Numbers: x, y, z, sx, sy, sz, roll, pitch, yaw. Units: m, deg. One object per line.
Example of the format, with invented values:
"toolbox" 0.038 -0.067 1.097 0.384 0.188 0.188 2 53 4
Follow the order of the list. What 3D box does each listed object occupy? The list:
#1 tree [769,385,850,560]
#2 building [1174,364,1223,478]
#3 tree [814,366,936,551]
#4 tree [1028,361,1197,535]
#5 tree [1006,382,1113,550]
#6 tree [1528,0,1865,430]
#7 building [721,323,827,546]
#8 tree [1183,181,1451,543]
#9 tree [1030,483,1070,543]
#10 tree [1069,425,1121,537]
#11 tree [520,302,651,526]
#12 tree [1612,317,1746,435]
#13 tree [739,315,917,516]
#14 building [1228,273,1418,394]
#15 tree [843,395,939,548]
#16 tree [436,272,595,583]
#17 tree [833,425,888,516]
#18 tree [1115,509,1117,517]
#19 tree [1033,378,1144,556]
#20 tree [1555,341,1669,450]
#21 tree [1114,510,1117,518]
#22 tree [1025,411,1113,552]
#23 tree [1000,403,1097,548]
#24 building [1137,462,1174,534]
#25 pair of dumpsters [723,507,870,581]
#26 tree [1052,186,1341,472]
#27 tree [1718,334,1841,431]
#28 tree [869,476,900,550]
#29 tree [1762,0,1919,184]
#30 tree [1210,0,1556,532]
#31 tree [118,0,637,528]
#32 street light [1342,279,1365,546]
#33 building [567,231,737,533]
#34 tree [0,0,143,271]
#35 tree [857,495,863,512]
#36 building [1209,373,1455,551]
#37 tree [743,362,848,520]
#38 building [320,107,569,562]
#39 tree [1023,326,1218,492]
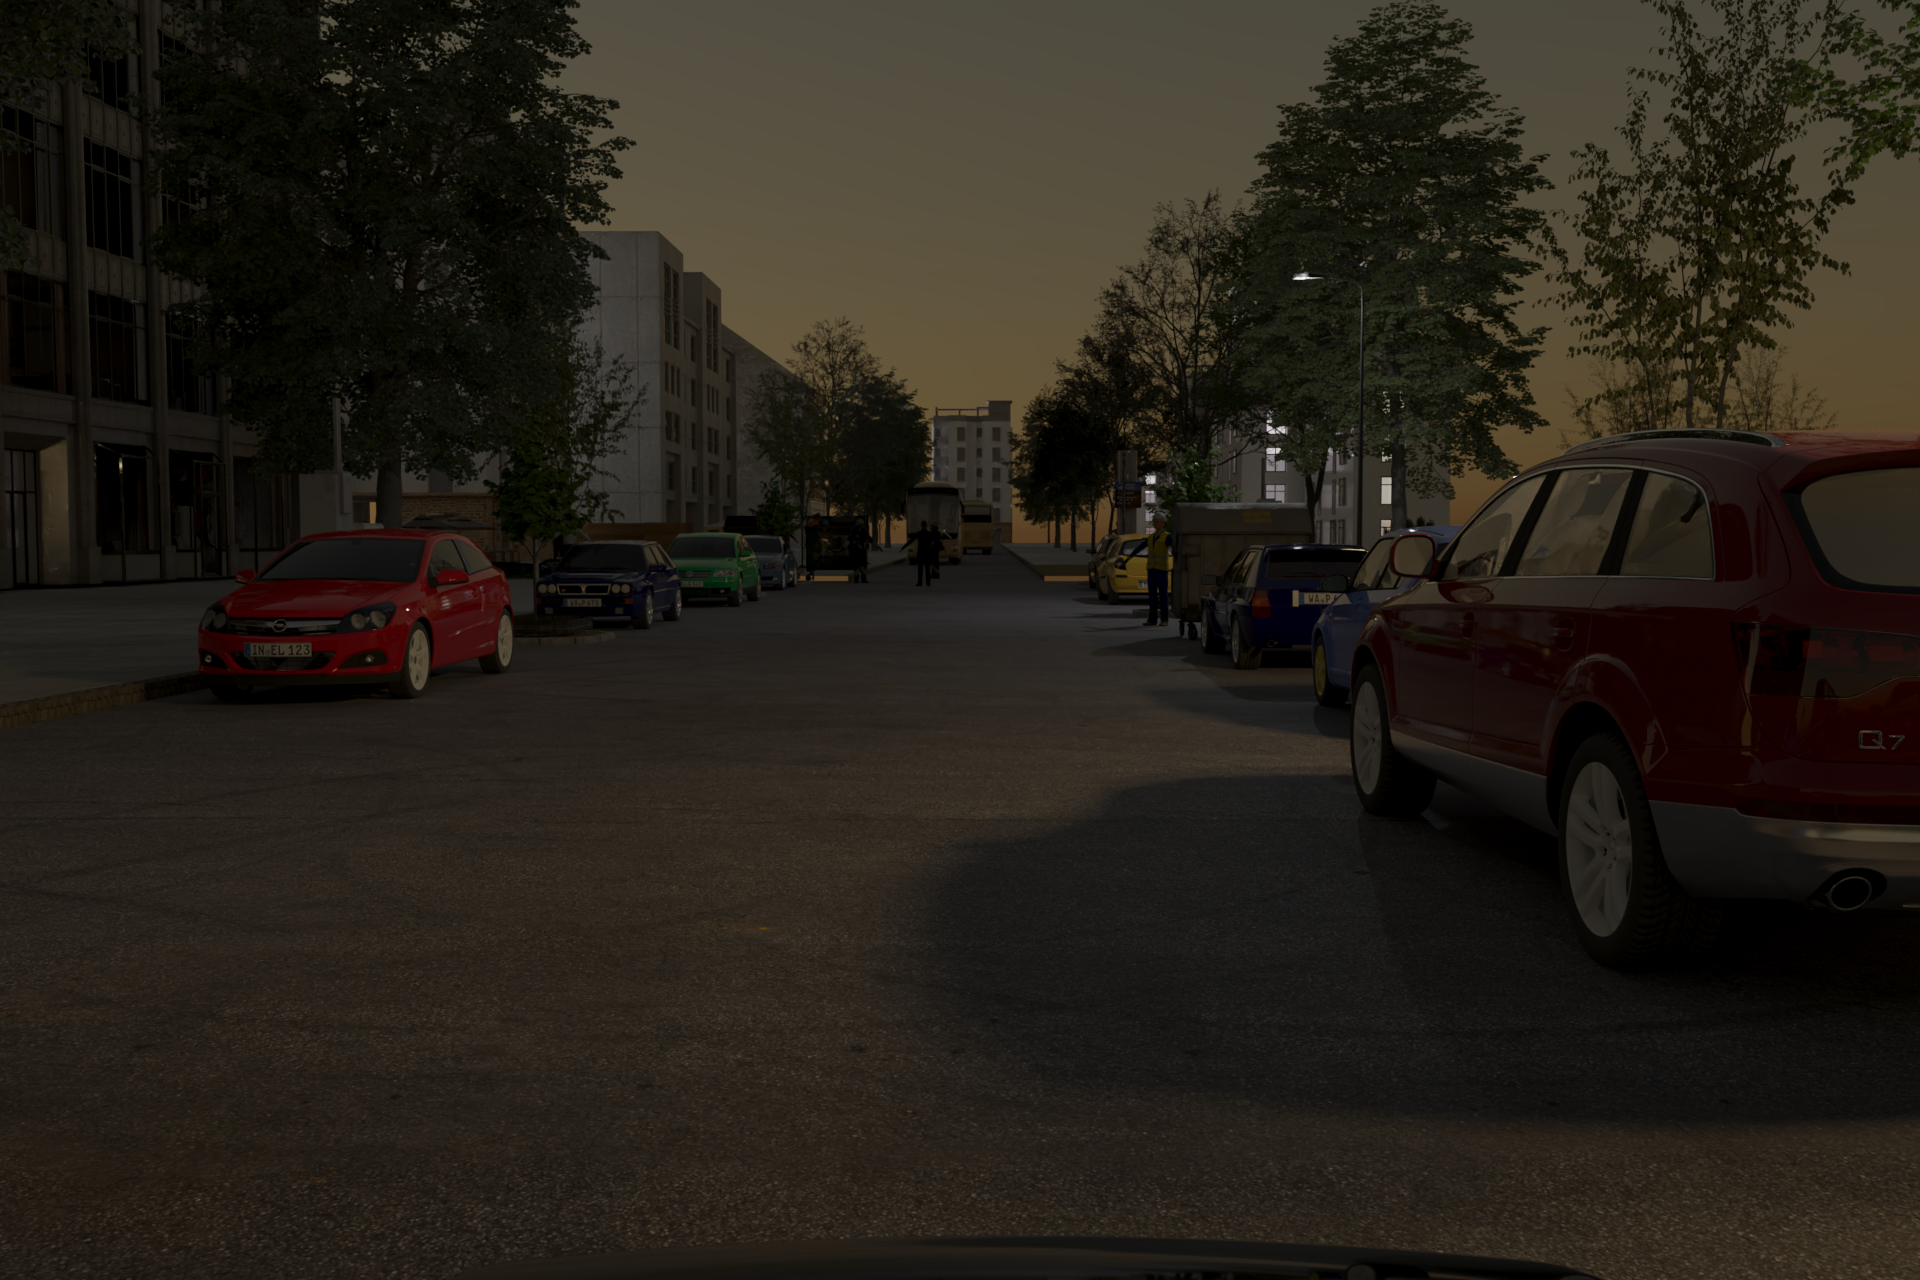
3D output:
"tree" -7.929 -8.312 86.265 4.360 8.622 3.978 0 3 0
"building" 28.792 -20.415 190.204 16.016 20.090 11.380 0 4 1
"tree" -6.568 -13.711 130.829 9.857 13.997 8.962 0 3 0
"tree" 7.612 -9.342 87.155 8.767 10.594 7.601 -1 4 -15
"tree" 9.083 -14.023 139.642 12.009 13.543 11.850 0 3 0
"tree" 9.415 -4.384 22.039 4.737 8.622 4.395 0 3 0
"building" -24.785 -21.883 188.717 19.493 23.208 18.063 0 4 0
"tree" 10.172 -7.563 49.404 9.928 11.665 9.643 0 3 0
"tree" 12.986 -20.018 245.424 7.486 12.596 7.792 0 3 0
"tree" 8.375 -9.655 108.215 4.360 8.622 3.978 0 3 0
"tree" -11.382 -6.127 50.536 4.737 8.622 4.395 0 3 0
"tree" 23.499 -6.586 58.037 4.360 8.622 3.978 0 3 0
"tree" -7.363 -11.416 97.029 12.009 13.543 11.850 0 3 0
"building" 25.459 -16.821 131.443 16.016 20.090 11.380 0 4 1
"tree" -6.485 -15.222 155.528 9.857 13.997 8.962 0 3 0
"tree" -11.208 -5.768 44.672 4.737 8.622 4.395 0 3 0
"tree" -7.589 -10.215 117.381 4.360 8.622 3.978 0 3 0
"tree" 24.577 -18.365 250.621 4.360 8.622 3.978 0 3 0
"tree" 7.374 -10.060 98.895 7.601 10.594 8.767 -3 4 -37
"tree" 25.341 -7.037 65.413 4.360 8.622 3.978 0 3 0
"tree" 24.228 -18.100 246.293 4.360 8.622 3.978 0 3 0
"tree" 7.879 -11.529 122.915 7.601 10.594 8.767 -2 4 -33
"tree" 8.817 -15.373 158.007 9.857 13.997 8.962 0 3 0
"building" 25.276 -16.300 208.652 9.099 9.664 28.070 0 4 1
"pair of dumpsters" -4.971 -2.923 52.735 4.436 2.255 1.574 0 4 0
"tree" 8.439 -9.276 62.027 12.009 13.543 11.850 0 3 0
"tree" 29.427 -6.924 63.577 4.360 8.622 3.978 0 3 0
"tree" -6.653 -11.779 142.954 4.360 8.622 3.978 0 3 0
"tree" 10.260 -5.375 13.633 9.928 11.665 9.643 0 3 0
"tree" 9.241 -7.318 37.773 7.486 12.596 7.792 0 3 0
"tree" -11.114 -7.737 33.156 9.857 13.997 8.962 0 3 0
"street light" 7.686 -3.566 30.847 1.470 5.913 1.316 0 4 1
"building" -25.717 -15.336 117.204 16.747 18.905 31.486 0 4 1
"tree" -11.628 -6.604 14.638 9.857 13.997 8.962 0 3 0
"tree" -13.736 -19.516 244.846 9.928 11.665 9.643 0 3 0
"building" 21.374 -9.913 104.233 9.099 9.664 28.070 0 4 1
"tree" -7.314 -7.613 74.833 4.737 8.622 4.395 0 3 0
"building" -25.480 -13.530 77.632 16.016 20.090 11.380 0 3 0
"tree" 7.287 -8.663 76.057 8.767 10.594 7.601 -1 4 -20
